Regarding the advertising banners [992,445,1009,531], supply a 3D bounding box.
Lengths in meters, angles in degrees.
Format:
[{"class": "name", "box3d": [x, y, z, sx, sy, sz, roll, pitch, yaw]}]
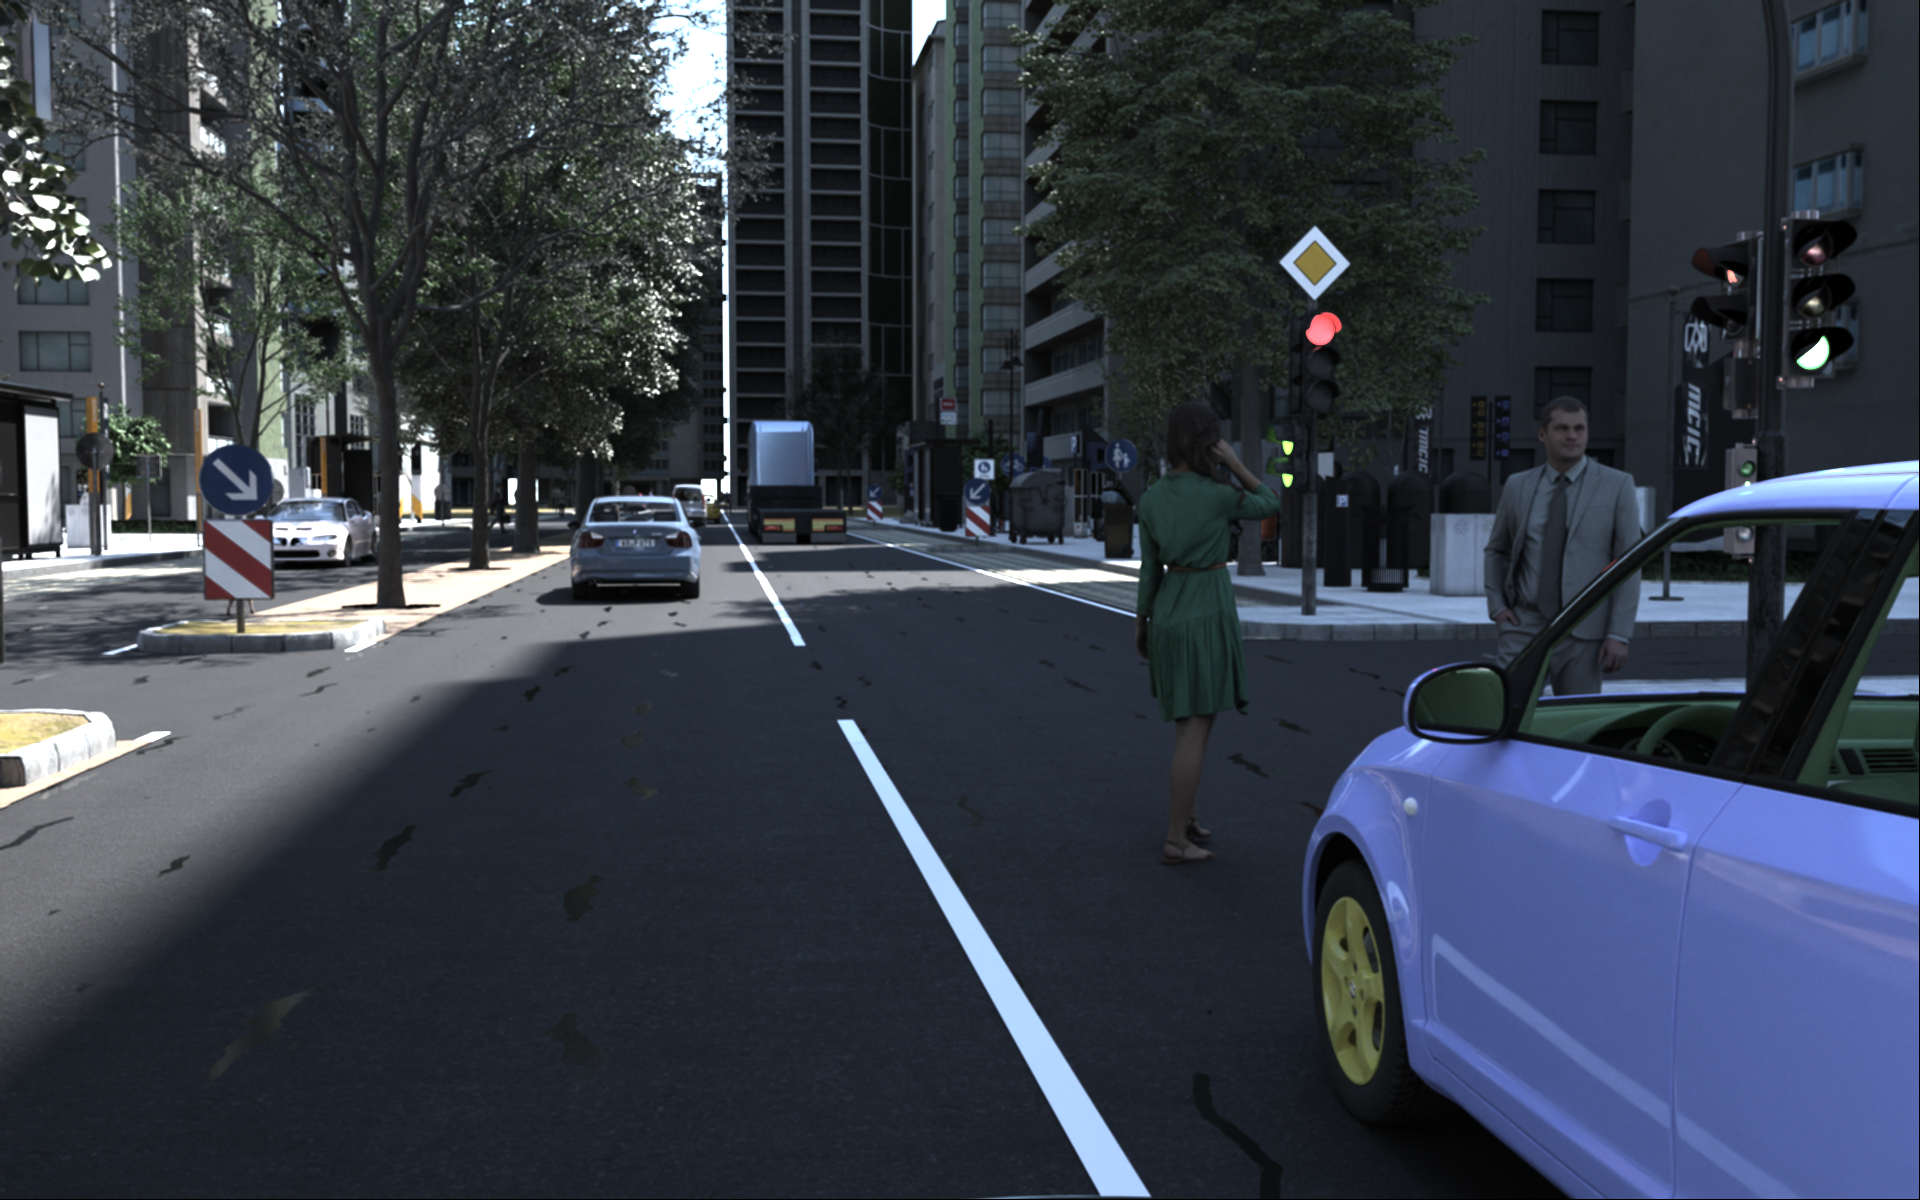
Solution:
[{"class": "advertising banners", "box3d": [1.427, -3.955, 60.858, 0.090, 3.025, 2.074, 1, 4, 19]}]

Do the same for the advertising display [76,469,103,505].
[{"class": "advertising display", "box3d": [-22.785, -2.458, 45.396, 0.974, 1.923, 0.123, 2, 4, 30]}]

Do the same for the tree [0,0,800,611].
[{"class": "tree", "box3d": [-7.078, -6.626, 21.159, 12.009, 13.543, 11.850, 0, 3, 0]}]

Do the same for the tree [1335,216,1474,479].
[{"class": "tree", "box3d": [11.298, -5.785, 44.954, 4.737, 8.622, 4.395, 0, 3, 0]}]

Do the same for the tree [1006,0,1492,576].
[{"class": "tree", "box3d": [4.185, -6.666, 27.109, 7.486, 12.596, 7.792, 0, 3, 0]}]

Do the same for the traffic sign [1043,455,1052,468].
[{"class": "traffic sign", "box3d": [2.601, -3.431, 56.207, 0.768, 2.556, 0.104, 0, 4, -7]}]

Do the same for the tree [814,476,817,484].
[{"class": "tree", "box3d": [-15.013, -10.965, 162.992, 4.285, 4.588, 4.351, 0, 3, 0]}]

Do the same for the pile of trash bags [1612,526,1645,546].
[{"class": "pile of trash bags", "box3d": [14.310, -1.680, 37.224, 3.447, 1.369, 1.912, 1, 4, 12]}]

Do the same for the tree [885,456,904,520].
[{"class": "tree", "box3d": [-3.055, -5.669, 87.290, 1.663, 3.219, 1.824, 0, 3, 0]}]

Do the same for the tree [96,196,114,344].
[{"class": "tree", "box3d": [-21.709, -7.755, 52.543, 9.928, 11.665, 9.643, 0, 3, 0]}]

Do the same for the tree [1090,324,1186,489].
[{"class": "tree", "box3d": [7.525, -7.359, 70.686, 4.737, 8.622, 4.395, 0, 3, 0]}]

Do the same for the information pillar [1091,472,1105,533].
[{"class": "information pillar", "box3d": [4.536, -3.250, 57.635, 0.304, 2.012, 0.304, 3, 5, 43]}]

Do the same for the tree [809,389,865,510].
[{"class": "tree", "box3d": [-8.095, -10.085, 115.255, 4.360, 8.622, 3.978, 0, 3, 0]}]

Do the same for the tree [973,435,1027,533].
[{"class": "tree", "box3d": [1.434, -3.832, 57.257, 1.663, 3.219, 1.824, 0, 3, 0]}]

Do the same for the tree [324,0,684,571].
[{"class": "tree", "box3d": [-8.907, -6.355, 32.115, 9.928, 11.665, 9.643, 0, 3, 0]}]

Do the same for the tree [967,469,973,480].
[{"class": "tree", "box3d": [1.160, -4.972, 75.900, 1.663, 3.219, 1.824, 0, 3, 0]}]

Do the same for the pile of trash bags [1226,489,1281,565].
[{"class": "pile of trash bags", "box3d": [5.185, -1.393, 32.526, 1.912, 1.369, 3.447, -1, 4, -13]}]

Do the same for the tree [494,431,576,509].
[{"class": "tree", "box3d": [-35.437, -13.212, 150.434, 7.601, 10.594, 8.767, 2, 4, 24]}]

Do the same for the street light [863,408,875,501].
[{"class": "street light", "box3d": [-4.811, -7.268, 91.624, 0.468, 5.910, 1.993, -1, 4, -8]}]

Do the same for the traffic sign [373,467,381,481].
[{"class": "traffic sign", "box3d": [-23.275, -4.281, 69.993, 0.884, 2.594, 0.081, 0, 4, -1]}]

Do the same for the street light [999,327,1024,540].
[{"class": "street light", "box3d": [1.431, -4.615, 48.251, 0.468, 5.910, 1.993, -1, 4, -8]}]

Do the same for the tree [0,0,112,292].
[{"class": "tree", "box3d": [-5.169, -5.833, 4.488, 9.857, 13.997, 8.962, 0, 3, 0]}]

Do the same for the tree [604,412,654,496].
[{"class": "tree", "box3d": [-15.524, -7.672, 78.251, 4.360, 8.622, 3.978, 0, 3, 0]}]

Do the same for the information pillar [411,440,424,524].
[{"class": "information pillar", "box3d": [-23.528, -5.118, 75.035, 0.504, 3.616, 0.183, 1, 4, 18]}]

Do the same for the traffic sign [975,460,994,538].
[{"class": "traffic sign", "box3d": [0.706, -2.970, 50.690, 0.606, 2.300, 0.079, 0, 4, -5]}]

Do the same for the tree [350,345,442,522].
[{"class": "tree", "box3d": [-25.232, -7.864, 78.931, 4.360, 8.622, 3.978, 0, 3, 0]}]

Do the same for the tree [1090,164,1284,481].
[{"class": "tree", "box3d": [4.537, -5.297, 36.975, 4.360, 8.622, 3.978, 0, 3, 0]}]

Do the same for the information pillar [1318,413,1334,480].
[{"class": "information pillar", "box3d": [7.311, -2.645, 34.599, 0.183, 3.616, 0.504, -1, 4, -17]}]

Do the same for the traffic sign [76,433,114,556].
[{"class": "traffic sign", "box3d": [-17.916, -2.189, 35.890, 0.768, 2.556, 0.104, 0, 4, -4]}]

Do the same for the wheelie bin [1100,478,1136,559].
[{"class": "wheelie bin", "box3d": [3.164, -1.635, 34.646, 0.693, 1.594, 0.980, 1, 4, 9]}]

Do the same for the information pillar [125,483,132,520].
[{"class": "information pillar", "box3d": [-30.262, -4.374, 62.865, 0.504, 3.616, 0.183, 3, 4, 39]}]

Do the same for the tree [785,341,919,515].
[{"class": "tree", "box3d": [-6.587, -10.434, 105.012, 8.767, 10.594, 7.601, 0, 4, 2]}]

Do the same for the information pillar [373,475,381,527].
[{"class": "information pillar", "box3d": [-22.367, -3.805, 66.706, 0.304, 2.012, 0.304, -3, 5, -39]}]

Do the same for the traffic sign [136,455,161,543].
[{"class": "traffic sign", "box3d": [-21.084, -2.624, 45.030, 0.606, 2.300, 0.079, 0, 4, -8]}]

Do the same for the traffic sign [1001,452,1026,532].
[{"class": "traffic sign", "box3d": [1.623, -3.237, 53.024, 0.768, 2.556, 0.104, 0, 4, -4]}]

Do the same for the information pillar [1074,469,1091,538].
[{"class": "information pillar", "box3d": [3.510, -2.802, 50.307, 0.304, 2.012, 0.304, 3, 4, 36]}]

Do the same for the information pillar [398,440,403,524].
[{"class": "information pillar", "box3d": [-24.355, -5.135, 75.306, 0.183, 3.616, 0.504, 0, 4, -1]}]

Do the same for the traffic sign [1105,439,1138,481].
[{"class": "traffic sign", "box3d": [3.728, -2.451, 40.183, 0.768, 2.556, 0.104, 0, 4, -5]}]

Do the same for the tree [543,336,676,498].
[{"class": "tree", "box3d": [-15.034, -9.238, 71.624, 7.486, 12.596, 7.792, 0, 3, 0]}]

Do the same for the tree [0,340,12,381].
[{"class": "tree", "box3d": [-35.505, -6.793, 61.435, 4.360, 8.622, 3.978, 0, 3, 0]}]

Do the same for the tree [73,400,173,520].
[{"class": "tree", "box3d": [-29.372, -4.710, 60.722, 4.285, 4.588, 4.351, 0, 3, 0]}]

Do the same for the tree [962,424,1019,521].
[{"class": "tree", "box3d": [1.230, -5.983, 81.542, 4.285, 4.588, 4.351, 0, 3, 0]}]

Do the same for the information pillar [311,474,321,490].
[{"class": "information pillar", "box3d": [-23.669, -3.631, 63.853, 0.304, 2.012, 0.304, 2, 4, 33]}]

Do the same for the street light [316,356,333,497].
[{"class": "street light", "box3d": [-21.282, -5.233, 58.347, 0.468, 5.910, 1.993, -1, 4, -8]}]
